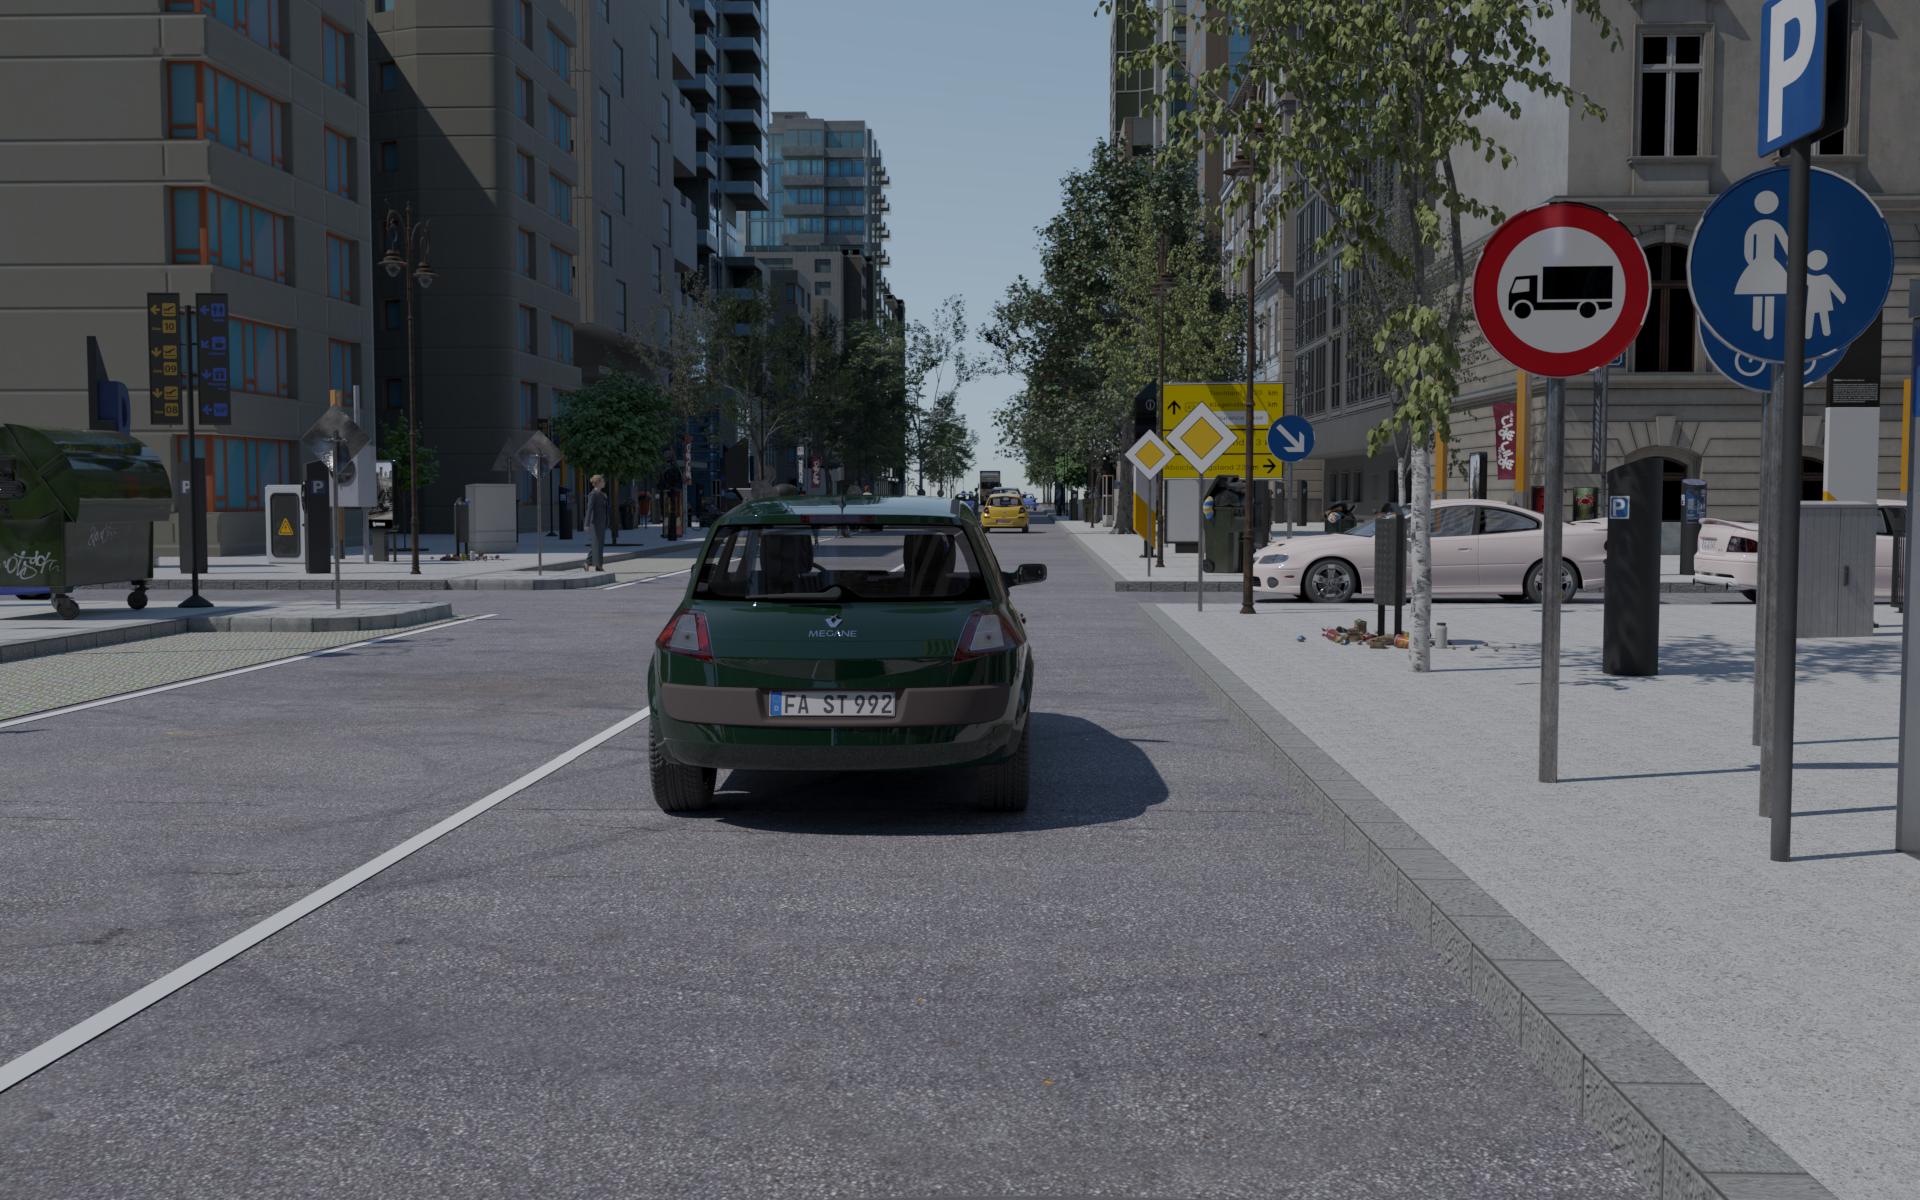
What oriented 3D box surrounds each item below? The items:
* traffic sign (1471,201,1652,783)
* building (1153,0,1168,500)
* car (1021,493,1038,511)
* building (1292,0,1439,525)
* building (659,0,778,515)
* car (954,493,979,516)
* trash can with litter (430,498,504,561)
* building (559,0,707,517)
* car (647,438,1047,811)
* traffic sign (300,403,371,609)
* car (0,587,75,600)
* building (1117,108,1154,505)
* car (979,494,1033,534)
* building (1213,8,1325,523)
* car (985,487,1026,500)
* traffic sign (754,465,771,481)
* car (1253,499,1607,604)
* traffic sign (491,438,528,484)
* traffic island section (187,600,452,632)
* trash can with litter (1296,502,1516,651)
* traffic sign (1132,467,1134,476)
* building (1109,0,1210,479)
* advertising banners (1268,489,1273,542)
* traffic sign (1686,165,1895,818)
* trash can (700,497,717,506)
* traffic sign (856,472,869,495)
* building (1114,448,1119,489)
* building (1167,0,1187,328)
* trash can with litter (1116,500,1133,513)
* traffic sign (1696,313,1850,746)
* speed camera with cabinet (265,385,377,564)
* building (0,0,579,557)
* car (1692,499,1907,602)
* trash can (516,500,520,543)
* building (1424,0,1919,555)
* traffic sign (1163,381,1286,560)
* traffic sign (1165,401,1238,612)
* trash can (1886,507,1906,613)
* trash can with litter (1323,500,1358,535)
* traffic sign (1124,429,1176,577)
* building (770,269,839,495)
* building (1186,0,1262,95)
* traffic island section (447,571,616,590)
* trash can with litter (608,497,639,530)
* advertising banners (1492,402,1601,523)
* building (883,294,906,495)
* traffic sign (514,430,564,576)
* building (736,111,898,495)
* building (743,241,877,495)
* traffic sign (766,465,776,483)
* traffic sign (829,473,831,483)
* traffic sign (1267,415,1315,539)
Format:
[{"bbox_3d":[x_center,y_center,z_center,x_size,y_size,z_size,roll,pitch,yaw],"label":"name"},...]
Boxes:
[{"bbox_3d":[2.622,-0.461,7.644,0.768,2.556,0.104,0,4,5],"label":"traffic sign"},{"bbox_3d":[27.729,-37.431,154.000,21.231,58.520,28.212,0,4,2],"label":"building"},{"bbox_3d":[5.696,-8.481,148.254,1.945,1.707,3.694,0,4,1],"label":"car"},{"bbox_3d":[21.059,-16.541,63.949,14.314,27.812,24.014,0,4,2],"label":"building"},{"bbox_3d":[-23.910,-49.176,116.694,22.319,86.520,31.000,0,4,2],"label":"building"},{"bbox_3d":[0.320,-6.508,115.991,1.945,1.707,3.694,0,4,2],"label":"car"},{"bbox_3d":[-9.557,-1.405,34.033,1.678,1.210,2.233,0,4,2],"label":"trash can with litter"},{"bbox_3d":[-28.768,-30.481,87.597,28.713,52.752,27.495,0,4,2],"label":"building"},{"bbox_3d":[-0.518,0.035,9.222,2.009,1.686,4.222,0,4,0],"label":"car"},{"bbox_3d":[-6.920,-0.953,19.221,0.795,2.450,0.064,0,4,2],"label":"traffic sign"},{"bbox_3d":[-13.387,-0.773,22.234,3.694,1.707,1.945,0,4,3],"label":"car"},{"bbox_3d":[25.542,-33.723,201.487,14.600,45.320,14.200,0,4,2],"label":"building"},{"bbox_3d":[1.702,-3.313,64.392,2.015,1.641,3.980,0,4,3],"label":"car"},{"bbox_3d":[20.435,-17.827,88.738,12.463,27.353,25.104,0,4,2],"label":"building"},{"bbox_3d":[2.528,-5.313,95.536,2.281,1.827,5.304,0,4,1],"label":"car"},{"bbox_3d":[-8.728,-4.675,76.548,0.768,2.556,0.104,1,4,9],"label":"traffic sign"},{"bbox_3d":[6.186,-0.638,22.790,4.827,1.381,2.083,0,4,1],"label":"car"},{"bbox_3d":[-10.352,-2.433,39.791,0.884,2.594,0.081,1,4,8],"label":"traffic sign"},{"bbox_3d":[-6.944,0.183,19.284,2.009,0.180,2.903,0,4,2],"label":"traffic island section"},{"bbox_3d":[3.753,-0.249,15.134,1.678,1.210,2.233,0,4,-2],"label":"trash can with litter"},{"bbox_3d":[7.108,-4.131,67.654,0.768,2.556,0.104,1,4,9],"label":"traffic sign"},{"bbox_3d":[29.914,-49.593,249.097,20.563,71.187,20.611,0,4,2],"label":"building"},{"bbox_3d":[8.055,-3.027,45.687,0.090,3.025,2.074,1,4,20],"label":"advertising banners"},{"bbox_3d":[3.224,-0.410,6.815,0.768,2.556,0.104,0,4,7],"label":"traffic sign"},{"bbox_3d":[-11.075,-3.962,76.436,0.748,1.137,0.748,0,3,0],"label":"trash can"},{"bbox_3d":[-5.755,-6.239,102.118,0.768,2.556,0.104,0,4,7],"label":"traffic sign"},{"bbox_3d":[31.210,-36.957,223.852,23.786,49.044,30.456,0,4,2],"label":"building"},{"bbox_3d":[22.789,-27.518,133.511,14.154,41.232,14.086,0,4,2],"label":"building"},{"bbox_3d":[6.583,-3.489,68.425,0.624,1.170,1.055,1,4,19],"label":"trash can with litter"},{"bbox_3d":[4.089,-0.530,8.766,0.768,2.556,0.104,0,4,6],"label":"traffic sign"},{"bbox_3d":[-11.703,-2.283,31.669,2.038,3.252,0.660,1,4,18],"label":"speed camera with cabinet"},{"bbox_3d":[-28.318,-12.510,49.576,27.650,21.520,28.899,0,4,2],"label":"building"},{"bbox_3d":[11.880,-0.585,21.927,4.827,1.381,2.083,0,4,4],"label":"car"},{"bbox_3d":[-11.383,-1.941,43.389,0.748,1.137,0.748,0,3,0],"label":"trash can"},{"bbox_3d":[29.628,-13.515,40.060,34.723,24.649,14.460,0,4,2],"label":"building"},{"bbox_3d":[4.746,-2.297,31.433,2.265,3.308,0.079,1,4,12],"label":"traffic sign"},{"bbox_3d":[2.616,-0.929,18.826,0.795,2.450,0.064,0,4,2],"label":"traffic sign"},{"bbox_3d":[10.378,-0.428,18.647,0.748,1.137,0.748,0,3,0],"label":"trash can"},{"bbox_3d":[6.552,-1.173,30.564,0.624,1.170,1.055,-1,4,-17],"label":"trash can with litter"},{"bbox_3d":[2.931,-1.417,26.805,0.795,2.450,0.064,0,4,2],"label":"traffic sign"},{"bbox_3d":[-25.736,-18.570,148.666,27.650,21.520,28.899,0,4,2],"label":"building"},{"bbox_3d":[23.066,-28.693,119.248,14.600,45.320,14.200,0,4,2],"label":"building"},{"bbox_3d":[-6.629,-0.305,27.263,2.009,0.180,2.903,0,4,2],"label":"traffic island section"},{"bbox_3d":[-11.945,-3.063,61.463,0.624,1.170,1.055,2,4,34],"label":"trash can with litter"},{"bbox_3d":[11.018,-2.225,32.566,2.074,3.025,0.090,2,4,32],"label":"advertising banners"},{"bbox_3d":[-15.230,-29.086,247.249,14.160,30.474,14.107,0,4,2],"label":"building"},{"bbox_3d":[-6.605,-1.441,27.200,0.795,2.450,0.064,0,4,2],"label":"traffic sign"},{"bbox_3d":[-20.543,-36.961,223.917,23.786,49.044,30.456,0,4,2],"label":"building"},{"bbox_3d":[-17.300,-26.324,202.100,14.160,30.474,14.107,0,4,2],"label":"building"},{"bbox_3d":[-8.541,-4.698,76.916,0.768,2.556,0.104,0,4,6],"label":"traffic sign"},{"bbox_3d":[-7.631,-5.967,97.671,0.768,2.556,0.104,0,4,3],"label":"traffic sign"},{"bbox_3d":[5.330,-1.704,27.969,0.768,2.556,0.104,0,4,5],"label":"traffic sign"}]
